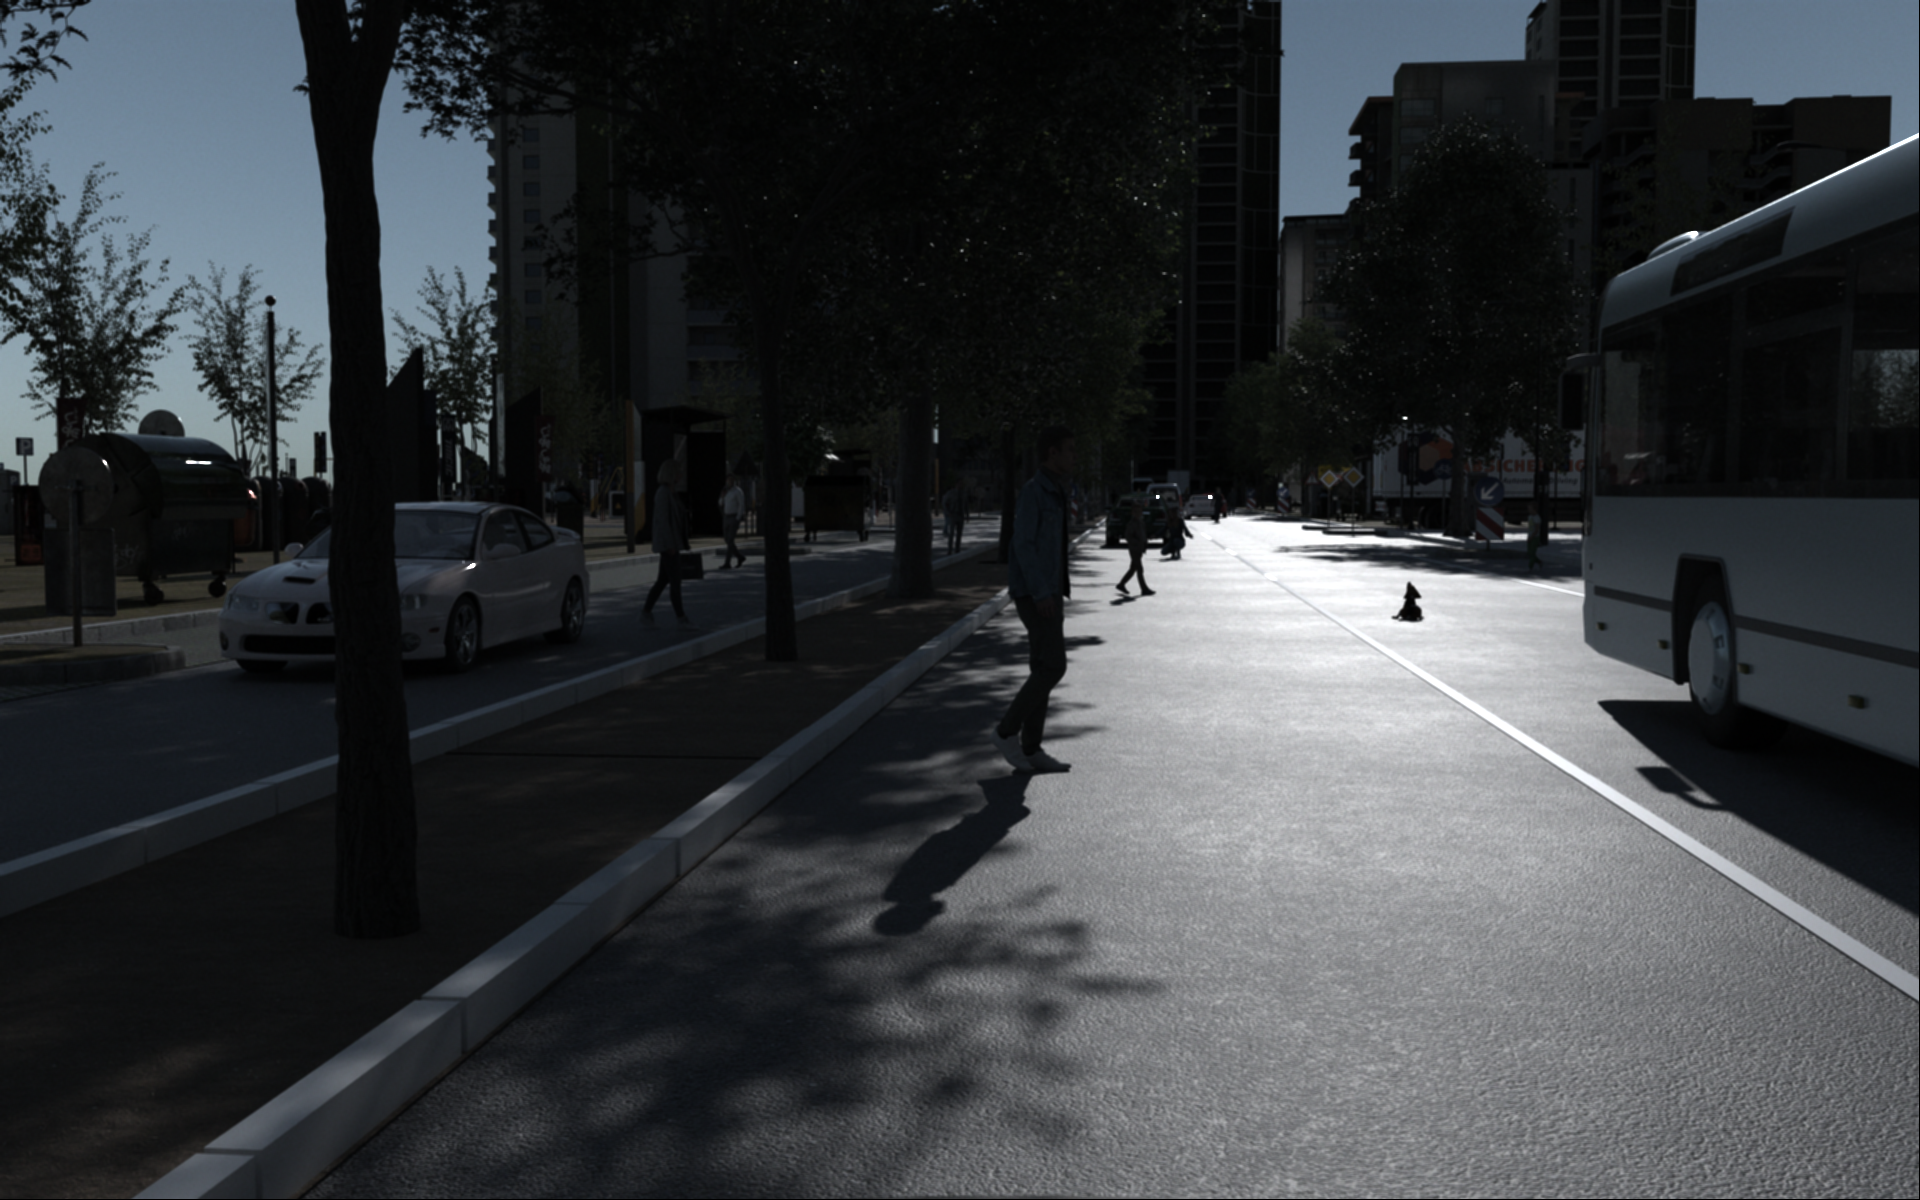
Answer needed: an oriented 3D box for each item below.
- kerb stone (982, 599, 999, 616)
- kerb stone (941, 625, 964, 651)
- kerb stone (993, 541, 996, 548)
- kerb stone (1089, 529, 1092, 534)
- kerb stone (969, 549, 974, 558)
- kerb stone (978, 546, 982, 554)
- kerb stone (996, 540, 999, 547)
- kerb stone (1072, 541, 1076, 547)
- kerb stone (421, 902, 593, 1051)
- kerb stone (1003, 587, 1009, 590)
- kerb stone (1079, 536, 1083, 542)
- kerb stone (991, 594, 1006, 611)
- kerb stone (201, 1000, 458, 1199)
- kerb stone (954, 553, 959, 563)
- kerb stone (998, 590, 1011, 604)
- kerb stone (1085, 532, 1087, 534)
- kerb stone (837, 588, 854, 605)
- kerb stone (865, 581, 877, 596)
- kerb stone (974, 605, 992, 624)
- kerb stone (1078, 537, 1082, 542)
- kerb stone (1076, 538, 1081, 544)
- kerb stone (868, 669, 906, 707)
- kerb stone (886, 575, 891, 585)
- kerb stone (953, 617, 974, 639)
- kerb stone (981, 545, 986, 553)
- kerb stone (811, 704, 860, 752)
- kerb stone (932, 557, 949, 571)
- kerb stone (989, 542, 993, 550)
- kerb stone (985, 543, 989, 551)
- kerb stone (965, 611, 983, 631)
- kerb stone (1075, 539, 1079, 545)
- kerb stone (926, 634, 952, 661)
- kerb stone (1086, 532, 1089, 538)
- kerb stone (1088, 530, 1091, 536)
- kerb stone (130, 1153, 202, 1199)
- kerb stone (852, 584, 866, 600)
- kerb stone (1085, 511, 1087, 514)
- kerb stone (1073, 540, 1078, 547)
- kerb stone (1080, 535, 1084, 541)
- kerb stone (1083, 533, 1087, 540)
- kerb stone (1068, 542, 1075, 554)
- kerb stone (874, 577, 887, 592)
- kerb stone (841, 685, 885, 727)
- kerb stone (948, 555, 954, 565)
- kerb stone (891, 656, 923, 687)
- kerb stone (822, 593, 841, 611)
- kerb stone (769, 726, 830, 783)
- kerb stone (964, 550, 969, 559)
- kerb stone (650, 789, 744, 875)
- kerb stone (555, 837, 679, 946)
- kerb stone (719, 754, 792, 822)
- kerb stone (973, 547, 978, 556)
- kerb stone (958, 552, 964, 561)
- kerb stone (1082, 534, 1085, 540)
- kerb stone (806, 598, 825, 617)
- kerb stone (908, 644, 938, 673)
[{"bbox_3d":[0.322,0.125,20.198,0.120,0.150,1.000,0,4,6],"label":"kerb stone"},{"bbox_3d":[-0.097,0.373,16.125,0.120,0.150,1.000,0,4,6],"label":"kerb stone"},{"bbox_3d":[0.766,-1.387,44.877,0.120,0.150,1.000,0,4,6],"label":"kerb stone"},{"bbox_3d":[4.342,-2.246,58.910,0.120,0.150,1.000,0,4,6],"label":"kerb stone"},{"bbox_3d":[0.147,-1.011,38.770,0.120,0.150,1.000,0,4,6],"label":"kerb stone"},{"bbox_3d":[0.354,-1.138,40.807,0.120,0.150,1.000,0,4,6],"label":"kerb stone"},{"bbox_3d":[0.874,-1.447,45.893,0.120,0.150,1.000,0,4,6],"label":"kerb stone"},{"bbox_3d":[2.853,-1.370,44.643,0.120,0.150,1.000,0,4,6],"label":"kerb stone"},{"bbox_3d":[-1.265,1.057,4.919,0.120,0.150,1.000,0,4,6],"label":"kerb stone"},{"bbox_3d":[0.638,-0.063,23.252,0.120,0.150,1.000,0,4,6],"label":"kerb stone"},{"bbox_3d":[3.388,-1.685,49.740,0.120,0.150,1.000,0,4,6],"label":"kerb stone"},{"bbox_3d":[0.430,0.067,21.219,0.120,0.150,1.000,0,4,6],"label":"kerb stone"},{"bbox_3d":[-1.374,1.120,3.896,0.120,0.150,1.000,0,4,6],"label":"kerb stone"},{"bbox_3d":[-0.178,-0.825,35.721,0.120,0.150,1.000,0,4,6],"label":"kerb stone"},{"bbox_3d":[0.531,0.001,22.236,0.120,0.150,1.000,0,4,6],"label":"kerb stone"},{"bbox_3d":[3.806,-1.934,53.819,0.120,0.150,1.000,0,4,6],"label":"kerb stone"},{"bbox_3d":[-1.555,-0.016,22.465,0.120,0.150,1.000,0,4,6],"label":"kerb stone"},{"bbox_3d":[-1.339,-0.138,24.508,0.120,0.150,1.000,0,4,6],"label":"kerb stone"},{"bbox_3d":[0.220,0.187,19.181,0.120,0.150,1.000,0,4,6],"label":"kerb stone"},{"bbox_3d":[3.283,-1.618,48.721,0.120,0.150,1.000,0,4,6],"label":"kerb stone"},{"bbox_3d":[3.177,-1.558,47.701,0.120,0.150,1.000,0,4,6],"label":"kerb stone"},{"bbox_3d":[-0.523,0.621,12.043,0.120,0.150,1.000,0,4,6],"label":"kerb stone"},{"bbox_3d":[-1.127,-0.267,26.554,0.120,0.150,1.000,0,4,6],"label":"kerb stone"},{"bbox_3d":[0.005,0.309,17.144,0.120,0.150,1.000,0,4,6],"label":"kerb stone"},{"bbox_3d":[0.454,-1.201,41.826,0.120,0.150,1.000,0,4,6],"label":"kerb stone"},{"bbox_3d":[-0.731,0.749,10.010,0.120,0.150,1.000,0,4,6],"label":"kerb stone"},{"bbox_3d":[-0.386,-0.703,33.688,0.120,0.150,1.000,0,4,6],"label":"kerb stone"},{"bbox_3d":[0.668,-1.325,43.860,0.120,0.150,1.000,0,4,6],"label":"kerb stone"},{"bbox_3d":[0.560,-1.263,42.843,0.120,0.150,1.000,0,4,6],"label":"kerb stone"},{"bbox_3d":[0.113,0.247,18.164,0.120,0.150,1.000,0,4,6],"label":"kerb stone"},{"bbox_3d":[3.074,-1.498,46.681,0.120,0.150,1.000,0,4,6],"label":"kerb stone"},{"bbox_3d":[-0.209,0.433,15.109,0.120,0.150,1.000,0,4,6],"label":"kerb stone"},{"bbox_3d":[3.922,-1.995,54.835,0.120,0.150,1.000,0,4,6],"label":"kerb stone"},{"bbox_3d":[4.130,-2.121,56.877,0.120,0.150,1.000,0,4,6],"label":"kerb stone"},{"bbox_3d":[-1.481,1.185,2.879,0.120,0.150,1.000,0,4,6],"label":"kerb stone"},{"bbox_3d":[-1.446,-0.079,23.487,0.120,0.150,1.000,0,4,6],"label":"kerb stone"},{"bbox_3d":[9.831,-6.727,132.173,0.120,0.150,1.000,0,4,6],"label":"kerb stone"},{"bbox_3d":[2.966,-1.435,45.664,0.120,0.150,1.000,0,4,6],"label":"kerb stone"},{"bbox_3d":[3.494,-1.742,50.765,0.120,0.150,1.000,0,4,6],"label":"kerb stone"},{"bbox_3d":[3.710,-1.872,52.802,0.120,0.150,1.000,0,4,6],"label":"kerb stone"},{"bbox_3d":[2.755,-1.305,43.626,0.120,0.150,1.000,0,4,6],"label":"kerb stone"},{"bbox_3d":[-1.238,-0.204,25.524,0.120,0.150,1.000,0,4,6],"label":"kerb stone"},{"bbox_3d":[-0.630,0.688,11.027,0.120,0.150,1.000,0,4,6],"label":"kerb stone"},{"bbox_3d":[-0.289,-0.765,34.705,0.120,0.150,1.000,0,4,6],"label":"kerb stone"},{"bbox_3d":[-0.421,0.562,13.060,0.120,0.150,1.000,0,4,6],"label":"kerb stone"},{"bbox_3d":[-1.656,0.046,21.448,0.120,0.150,1.000,0,4,6],"label":"kerb stone"},{"bbox_3d":[-0.839,0.807,8.993,0.120,0.150,1.000,0,4,6],"label":"kerb stone"},{"bbox_3d":[0.034,-0.952,37.754,0.120,0.150,1.000,0,4,6],"label":"kerb stone"},{"bbox_3d":[-1.050,0.932,6.961,0.120,0.150,1.000,0,4,6],"label":"kerb stone"},{"bbox_3d":[-1.165,0.994,5.936,0.120,0.150,1.000,0,4,6],"label":"kerb stone"},{"bbox_3d":[-0.946,0.871,7.977,0.120,0.150,1.000,0,4,6],"label":"kerb stone"},{"bbox_3d":[0.244,-1.076,39.787,0.120,0.150,1.000,0,4,6],"label":"kerb stone"},{"bbox_3d":[-0.069,-0.889,36.737,0.120,0.150,1.000,0,4,6],"label":"kerb stone"},{"bbox_3d":[3.599,-1.810,51.786,0.120,0.150,1.000,0,4,6],"label":"kerb stone"},{"bbox_3d":[-1.769,0.108,20.428,0.120,0.150,1.000,0,4,6],"label":"kerb stone"},{"bbox_3d":[-0.316,0.496,14.092,0.120,0.150,1.000,0,4,6],"label":"kerb stone"}]
